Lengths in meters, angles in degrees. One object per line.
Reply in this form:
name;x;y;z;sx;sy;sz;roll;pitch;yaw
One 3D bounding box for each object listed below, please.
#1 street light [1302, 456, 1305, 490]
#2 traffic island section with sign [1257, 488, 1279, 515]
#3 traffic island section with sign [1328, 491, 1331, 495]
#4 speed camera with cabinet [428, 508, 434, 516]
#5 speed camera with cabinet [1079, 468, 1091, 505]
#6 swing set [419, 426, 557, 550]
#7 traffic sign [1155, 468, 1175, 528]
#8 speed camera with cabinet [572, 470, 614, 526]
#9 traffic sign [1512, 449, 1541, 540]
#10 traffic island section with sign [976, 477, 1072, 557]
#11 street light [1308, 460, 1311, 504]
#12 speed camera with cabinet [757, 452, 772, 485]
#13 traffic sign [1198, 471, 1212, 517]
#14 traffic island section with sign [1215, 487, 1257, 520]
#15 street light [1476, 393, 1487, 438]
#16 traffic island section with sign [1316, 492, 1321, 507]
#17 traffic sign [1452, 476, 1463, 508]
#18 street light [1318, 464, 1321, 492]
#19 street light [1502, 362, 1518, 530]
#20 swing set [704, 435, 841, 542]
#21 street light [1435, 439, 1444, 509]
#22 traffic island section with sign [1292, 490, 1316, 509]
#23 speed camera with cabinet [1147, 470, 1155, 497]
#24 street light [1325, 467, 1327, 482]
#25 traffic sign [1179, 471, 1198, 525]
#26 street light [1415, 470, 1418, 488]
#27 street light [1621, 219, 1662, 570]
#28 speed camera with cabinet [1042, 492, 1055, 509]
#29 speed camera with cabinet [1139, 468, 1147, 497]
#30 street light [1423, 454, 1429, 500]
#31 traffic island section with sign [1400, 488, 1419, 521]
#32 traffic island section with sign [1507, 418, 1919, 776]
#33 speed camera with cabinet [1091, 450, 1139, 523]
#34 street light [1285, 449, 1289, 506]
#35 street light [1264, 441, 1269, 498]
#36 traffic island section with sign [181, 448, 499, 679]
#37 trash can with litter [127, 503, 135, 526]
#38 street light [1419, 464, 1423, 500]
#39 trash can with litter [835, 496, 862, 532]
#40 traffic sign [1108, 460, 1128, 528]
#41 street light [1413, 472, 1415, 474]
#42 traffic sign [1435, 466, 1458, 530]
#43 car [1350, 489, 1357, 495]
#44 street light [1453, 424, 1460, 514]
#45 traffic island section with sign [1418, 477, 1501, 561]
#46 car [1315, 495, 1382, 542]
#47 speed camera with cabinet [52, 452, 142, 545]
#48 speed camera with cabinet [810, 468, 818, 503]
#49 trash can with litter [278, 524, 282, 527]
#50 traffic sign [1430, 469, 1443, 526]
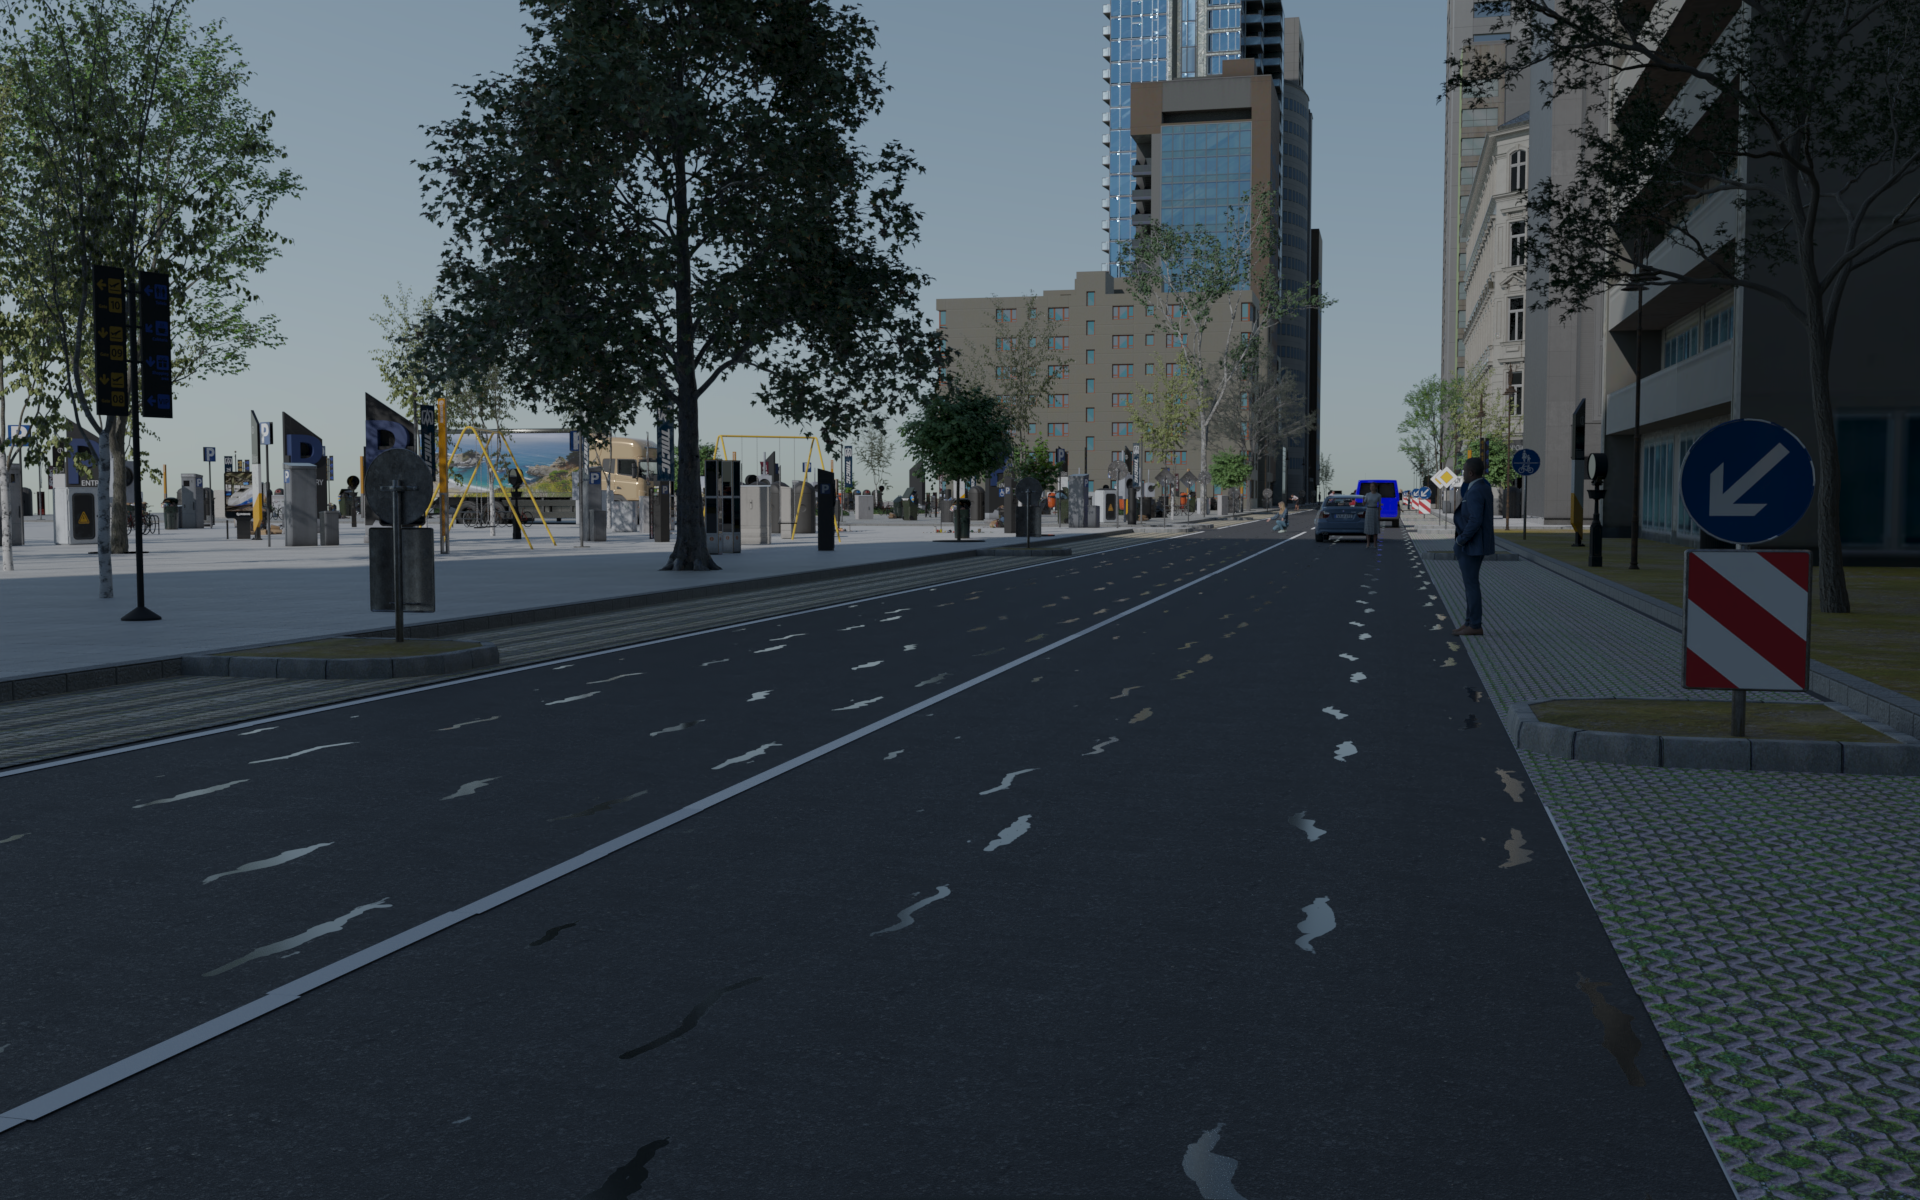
street light;41.987;-14.620;211.826;0.468;5.910;1.993;1;4;14
traffic island section with sign;21.593;-6.894;121.336;1.989;1.847;2.006;1;4;14
traffic island section with sign;60.005;-16.376;276.367;1.989;1.847;2.006;1;4;14
speed camera with cabinet;-31.827;-6.603;102.292;0.660;3.252;2.038;-3;5;-44
speed camera with cabinet;9.496;-8.351;130.869;2.038;3.252;0.660;-2;4;-29
swing set;-11.352;-2.681;41.457;2.862;2.851;3.119;0;4;-2
traffic sign;7.699;-3.760;65.115;0.795;2.450;0.064;1;4;14
speed camera with cabinet;-14.481;-4.528;68.362;0.660;3.252;2.038;2;4;23
traffic sign;15.855;-2.964;48.560;0.768;2.556;0.104;1;4;18
traffic island section with sign;1.555;-1.946;40.447;1.989;1.847;2.006;1;4;14
street light;46.229;-15.674;229.058;0.468;5.910;1.993;1;4;14
speed camera with cabinet;-9.835;-5.305;81.067;2.038;3.252;0.660;0;4;-3
traffic sign;13.466;-5.829;95.404;0.768;2.556;0.104;1;4;20
traffic island section with sign;15.046;-5.278;94.918;1.989;1.847;2.006;1;4;14
street light;23.761;-6.501;79.077;0.468;5.910;1.993;1;4;14
traffic island section with sign;40.072;-11.452;195.872;1.989;1.847;2.006;1;4;14
traffic sign;28.311;-5.903;98.641;0.606;2.300;0.079;1;4;19
street light;54.114;-17.607;260.665;0.468;5.910;1.993;1;4;14
street light;19.321;-5.393;60.961;0.468;5.910;1.993;1;4;14
swing set;-5.240;-2.986;46.434;3.119;2.851;2.862;-2;4;-32
street light;39.539;-10.378;142.474;0.468;5.910;1.993;1;4;14
traffic island section with sign;33.577;-9.852;169.708;1.989;1.847;2.006;1;4;14
speed camera with cabinet;14.634;-8.871;139.382;2.038;3.252;0.660;-1;4;-18
street light;61.891;-19.564;292.661;0.468;5.910;1.993;1;4;14
traffic sign;9.620;-4.234;72.867;0.795;2.450;0.064;1;4;14
street light;61.907;-15.919;233.055;0.468;5.910;1.993;1;4;14
street light;11.487;-3.459;29.341;0.468;5.910;1.993;1;4;14
speed camera with cabinet;7.451;-9.332;146.918;2.038;3.252;0.660;2;4;25
speed camera with cabinet;12.868;-8.335;130.614;2.038;3.252;0.660;2;4;33
street light;49.968;-12.967;184.805;0.468;5.910;1.993;1;4;14
traffic island section with sign;24.408;-5.066;91.462;1.989;1.847;2.006;1;4;14
traffic island section with sign;4.198;-0.075;9.856;1.989;1.847;2.006;1;4;14
speed camera with cabinet;6.988;-5.118;78.008;2.038;3.252;0.660;-3;5;-41
street light;33.912;-12.641;179.467;0.468;5.910;1.993;1;4;14
street light;26.088;-10.707;147.844;0.468;5.910;1.993;1;4;14
traffic island section with sign;-4.940;-0.346;14.283;1.989;1.847;2.006;1;4;14
trash can with litter;-33.158;-3.492;68.482;1.055;1.170;0.624;-2;4;-28
street light;57.820;-14.901;216.421;0.468;5.910;1.993;1;4;14
trash can with litter;-4.301;-2.993;59.990;1.678;1.210;2.233;-1;4;-22
traffic sign;5.908;-3.963;64.896;0.768;2.556;0.104;1;4;17
street light;69.993;-17.905;265.531;0.468;5.910;1.993;1;4;14
traffic sign;17.591;-3.609;62.652;0.795;2.450;0.064;1;4;14
car;28.402;-6.888;121.294;2.281;1.827;5.304;1;4;16
street light;31.714;-8.444;110.852;0.468;5.910;1.993;1;4;14
traffic island section with sign;11.150;-1.793;37.948;1.989;1.847;2.006;1;4;14
car;11.808;-2.495;52.801;2.014;1.417;4.499;1;4;16
speed camera with cabinet;-22.196;-3.063;44.414;0.660;3.252;2.038;2;4;25
speed camera with cabinet;-11.451;-8.287;129.822;2.038;3.252;0.660;-2;4;-27
trash can with litter;-26.310;-3.538;68.905;1.678;1.210;2.233;1;4;10
traffic sign;19.511;-4.083;70.404;0.795;2.450;0.064;1;4;14
